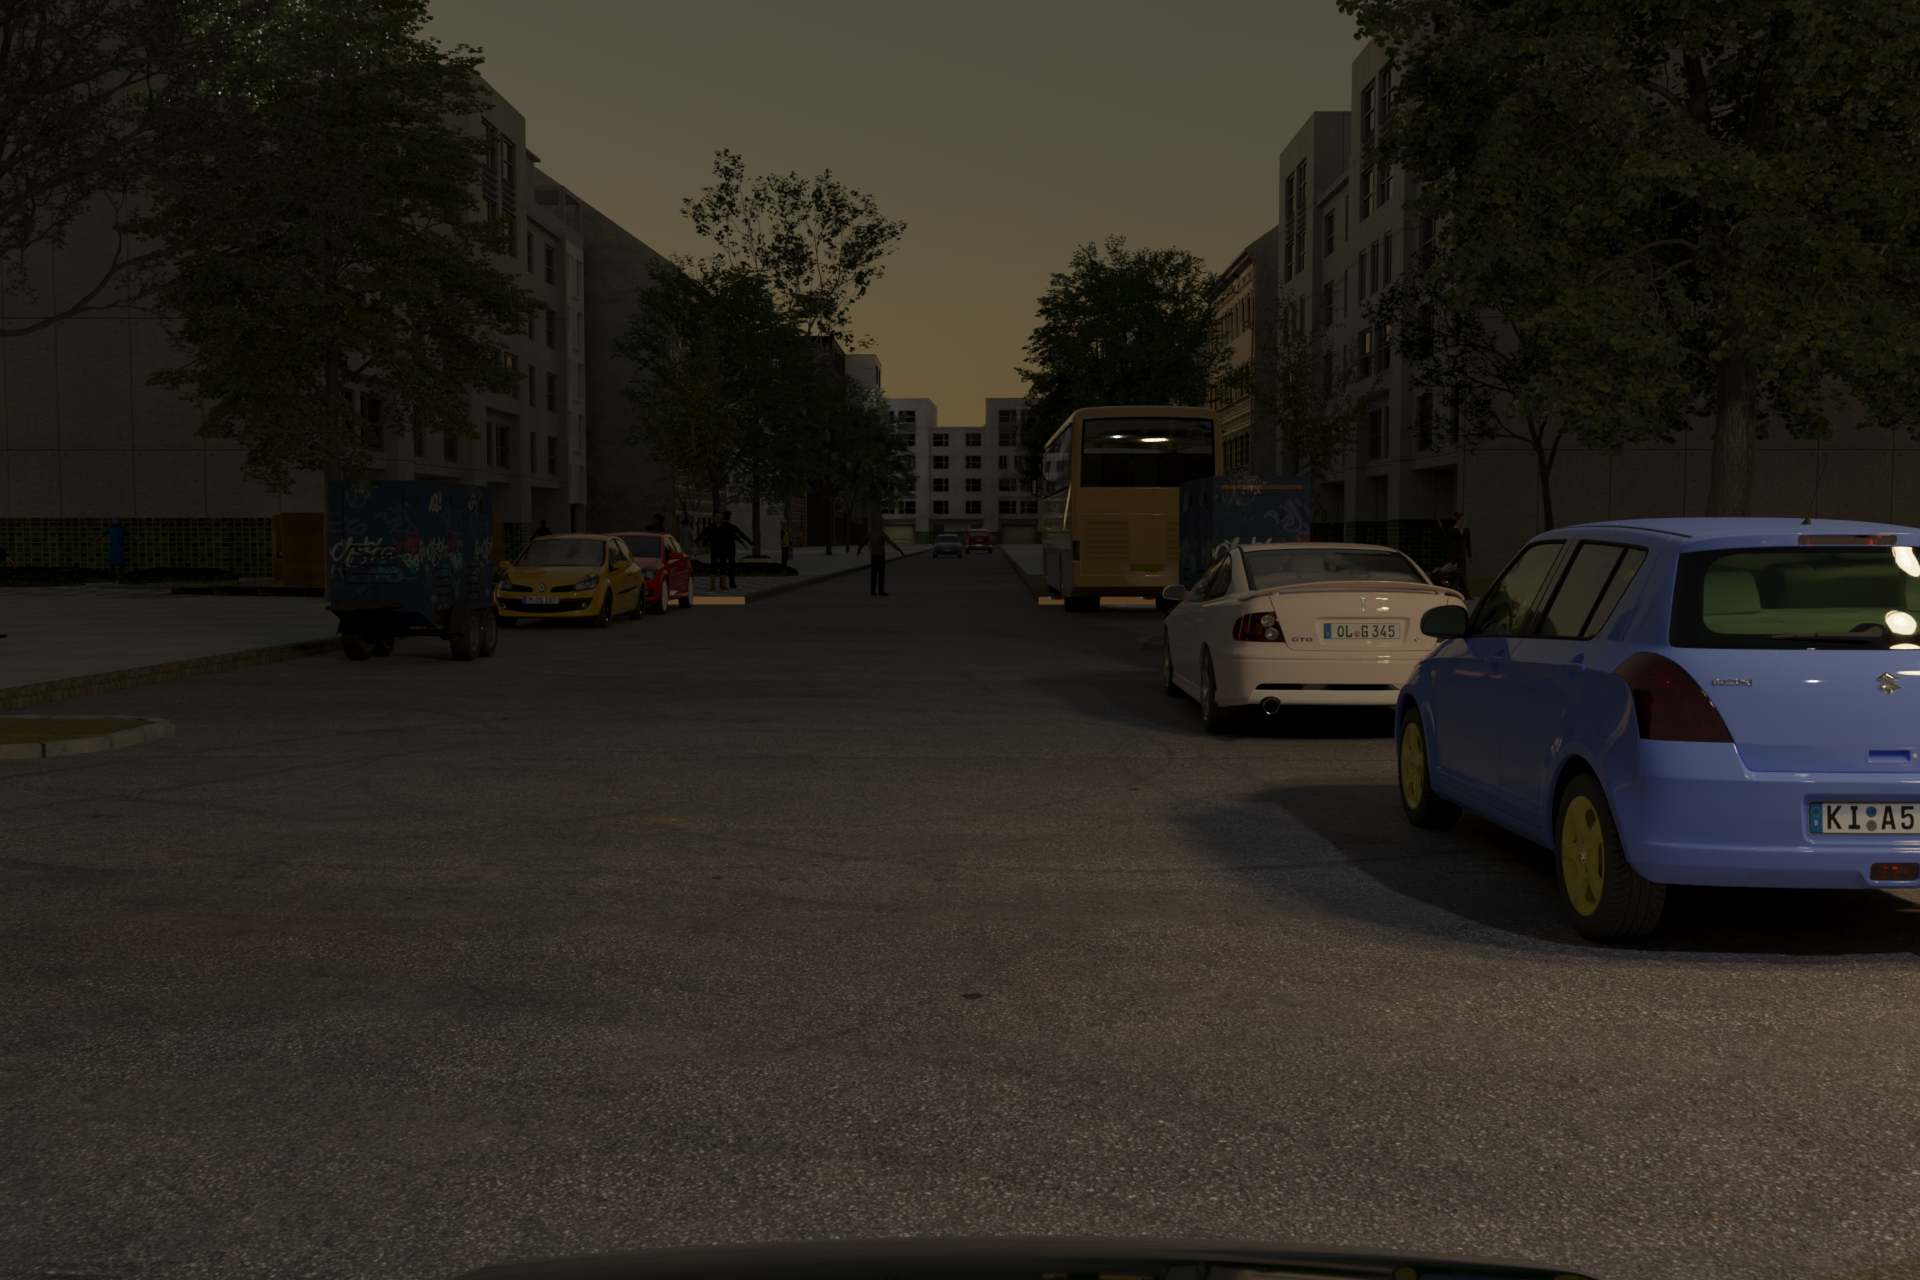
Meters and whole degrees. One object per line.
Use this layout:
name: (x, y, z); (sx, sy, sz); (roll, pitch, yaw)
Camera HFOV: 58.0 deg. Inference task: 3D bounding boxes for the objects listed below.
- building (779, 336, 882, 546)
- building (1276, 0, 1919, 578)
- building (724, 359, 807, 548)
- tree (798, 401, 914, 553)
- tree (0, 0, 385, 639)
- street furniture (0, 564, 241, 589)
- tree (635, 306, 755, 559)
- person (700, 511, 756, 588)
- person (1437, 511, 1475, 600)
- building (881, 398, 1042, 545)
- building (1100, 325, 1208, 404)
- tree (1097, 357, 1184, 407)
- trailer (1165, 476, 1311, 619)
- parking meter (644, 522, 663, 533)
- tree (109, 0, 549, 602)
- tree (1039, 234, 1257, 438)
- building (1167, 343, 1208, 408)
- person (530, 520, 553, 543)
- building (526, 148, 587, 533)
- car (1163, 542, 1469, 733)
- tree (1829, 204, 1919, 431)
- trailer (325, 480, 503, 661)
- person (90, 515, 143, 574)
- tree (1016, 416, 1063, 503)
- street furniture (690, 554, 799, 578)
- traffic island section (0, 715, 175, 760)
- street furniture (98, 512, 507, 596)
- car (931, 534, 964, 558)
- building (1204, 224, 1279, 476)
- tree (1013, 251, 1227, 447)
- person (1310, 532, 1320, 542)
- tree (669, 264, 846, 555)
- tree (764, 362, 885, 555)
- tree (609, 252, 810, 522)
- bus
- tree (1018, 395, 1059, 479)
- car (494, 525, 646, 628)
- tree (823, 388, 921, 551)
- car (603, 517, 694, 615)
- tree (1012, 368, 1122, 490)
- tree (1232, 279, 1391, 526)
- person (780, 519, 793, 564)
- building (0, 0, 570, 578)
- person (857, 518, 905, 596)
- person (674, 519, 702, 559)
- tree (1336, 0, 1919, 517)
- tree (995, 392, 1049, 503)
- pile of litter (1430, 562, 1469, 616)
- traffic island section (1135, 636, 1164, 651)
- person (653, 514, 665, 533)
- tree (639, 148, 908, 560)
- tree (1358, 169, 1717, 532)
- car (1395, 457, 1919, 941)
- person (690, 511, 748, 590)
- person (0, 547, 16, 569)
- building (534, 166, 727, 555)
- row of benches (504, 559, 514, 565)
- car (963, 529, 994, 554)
building: (-23.523, -21.455, 194.757); (27.936, 21.610, 32.646); (0, 4, 0)
building: (23.069, -12.169, 65.414); (16.747, 18.905, 31.486); (0, 4, 1)
building: (-24.896, -20.416, 164.726); (19.493, 23.208, 18.063); (0, 4, 1)
tree: (-7.614, -11.255, 118.430); (8.767, 10.594, 7.601); (-2, 4, -26)
tree: (-12.293, -6.746, 20.660); (12.009, 13.543, 11.850); (0, 3, 0)
street furniture: (-23.725, -1.724, 43.816); (10.072, 0.657, 5.734); (1, 4, 22)
tree: (-8.707, -6.497, 56.582); (4.737, 8.622, 4.395); (0, 3, 0)
person: (-5.522, -2.153, 41.130); (1.347, 1.837, 0.705); (0, 4, 1)
person: (9.604, -1.636, 33.592); (0.742, 1.727, 0.445); (-3, 4, -36)
building: (3.731, -22.167, 231.343); (31.486, 18.905, 16.747); (0, 4, 3)
building: (28.562, -20.763, 183.456); (27.936, 21.610, 32.646); (0, 4, 1)
tree: (7.402, -7.218, 68.383); (4.360, 8.622, 3.978); (0, 3, 0)
trailer: (2.953, -0.724, 18.889); (1.471, 1.999, 3.904); (0, 4, 0)
parking meter: (-6.325, -1.675, 35.792); (0.372, 1.533, 0.369); (0, 3, 0)
tree: (-11.660, -6.984, 32.320); (7.486, 12.596, 7.792); (0, 3, 0)
tree: (6.499, -8.191, 59.678); (9.928, 11.665, 9.643); (0, 3, 0)
building: (28.884, -19.955, 157.190); (19.493, 23.208, 18.063); (0, 4, 1)
person: (-15.275, -3.511, 63.629); (1.346, 1.802, 0.704); (1, 4, 21)
building: (-26.314, -13.953, 84.543); (16.016, 20.090, 11.380); (0, 4, 2)
car: (2.713, -0.090, 13.834); (2.083, 1.381, 4.827); (0, 4, 1)
tree: (24.948, -7.164, 42.892); (9.928, 11.665, 9.643); (0, 3, 0)
trailer: (-6.197, -0.739, 19.130); (1.471, 1.999, 3.904); (0, 4, 1)
person: (-23.947, -2.634, 49.189); (1.347, 1.817, 0.704); (-2, 4, -25)
tree: (7.134, -10.915, 112.879); (7.601, 10.594, 8.767); (-1, 4, -12)
street furniture: (-9.907, -2.225, 52.009); (10.072, 0.657, 5.734); (0, 4, -8)
traffic island section: (-6.609, 0.670, 11.911); (1.991, 0.108, 1.994); (0, 4, 1)
street furniture: (-11.860, -1.939, 38.554); (9.812, 1.723, 11.010); (2, 4, 25)
car: (-0.753, -5.710, 105.368); (2.014, 1.417, 4.499); (0, 4, 1)
building: (24.888, -16.508, 100.838); (19.493, 23.208, 18.063); (0, 4, 1)
tree: (7.319, -10.486, 78.100); (9.857, 13.997, 8.962); (0, 3, 0)
person: (5.863, -1.499, 30.609); (1.345, 1.816, 0.704); (3, 4, 38)
tree: (-8.753, -9.527, 73.892); (7.486, 12.596, 7.792); (0, 3, 0)
tree: (-8.001, -10.910, 104.135); (9.928, 11.665, 9.643); (0, 3, 0)
tree: (-9.185, -8.486, 64.494); (9.928, 11.665, 9.643); (0, 3, 0)
bus: (3.112, -2.641, 34.732); (2.896, 3.916, 12.252); (0, 3, 0)
tree: (7.169, -10.243, 101.883); (8.767, 10.594, 7.601); (1, 4, 22)
car: (-6.184, -1.066, 27.645); (2.015, 1.641, 3.980); (0, 4, 1)
tree: (-6.877, -13.206, 134.040); (7.486, 12.596, 7.792); (0, 3, 0)
car: (-6.123, -1.416, 32.196); (2.155, 1.783, 4.494); (0, 4, 1)
tree: (6.934, -9.428, 88.557); (8.767, 10.594, 7.601); (0, 4, -1)
tree: (10.144, -6.134, 50.645); (4.737, 8.622, 4.395); (0, 3, 0)
person: (-5.634, -3.054, 56.389); (0.721, 1.772, 1.216); (0, 4, 6)
building: (-26.838, -12.183, 65.647); (16.747, 18.905, 31.486); (0, 4, 0)
person: (-1.892, -1.939, 40.288); (1.348, 1.813, 0.705); (2, 4, 32)
person: (-9.586, -3.336, 60.725); (1.347, 1.806, 0.705); (2, 4, 29)
tree: (9.053, -6.935, 20.041); (9.857, 13.997, 8.962); (0, 3, 0)
tree: (8.288, -13.556, 132.016); (12.009, 13.543, 11.850); (0, 3, 0)
pile of litter: (7.141, -0.752, 26.257); (1.176, 0.858, 1.719); (0, 4, 1)
traffic island section: (3.256, 0.053, 22.001); (1.991, 0.108, 1.994); (0, 3, 0)
person: (-8.185, -2.491, 46.879); (0.704, 1.843, 1.345); (-2, 4, -27)
tree: (-9.290, -14.063, 85.814); (12.611, 20.169, 13.585); (0, 3, 0)
tree: (13.825, -6.484, 40.433); (8.767, 10.594, 7.601); (0, 4, 3)
car: (3.033, 0.135, 7.383); (1.945, 1.707, 3.694); (0, 4, 0)
person: (-5.530, -2.050, 39.657); (1.346, 1.812, 0.704); (-1, 4, -18)
person: (-10.400, -0.678, 17.872); (0.721, 1.737, 1.214); (3, 4, 38)
building: (-25.399, -16.964, 108.296); (19.493, 23.208, 18.063); (0, 4, 2)
row of benches: (-13.819, -1.837, 45.505); (4.104, 0.672, 1.422); (-1, 4, -15)
car: (1.388, -7.273, 127.586); (2.281, 1.827, 5.304); (0, 4, 0)
